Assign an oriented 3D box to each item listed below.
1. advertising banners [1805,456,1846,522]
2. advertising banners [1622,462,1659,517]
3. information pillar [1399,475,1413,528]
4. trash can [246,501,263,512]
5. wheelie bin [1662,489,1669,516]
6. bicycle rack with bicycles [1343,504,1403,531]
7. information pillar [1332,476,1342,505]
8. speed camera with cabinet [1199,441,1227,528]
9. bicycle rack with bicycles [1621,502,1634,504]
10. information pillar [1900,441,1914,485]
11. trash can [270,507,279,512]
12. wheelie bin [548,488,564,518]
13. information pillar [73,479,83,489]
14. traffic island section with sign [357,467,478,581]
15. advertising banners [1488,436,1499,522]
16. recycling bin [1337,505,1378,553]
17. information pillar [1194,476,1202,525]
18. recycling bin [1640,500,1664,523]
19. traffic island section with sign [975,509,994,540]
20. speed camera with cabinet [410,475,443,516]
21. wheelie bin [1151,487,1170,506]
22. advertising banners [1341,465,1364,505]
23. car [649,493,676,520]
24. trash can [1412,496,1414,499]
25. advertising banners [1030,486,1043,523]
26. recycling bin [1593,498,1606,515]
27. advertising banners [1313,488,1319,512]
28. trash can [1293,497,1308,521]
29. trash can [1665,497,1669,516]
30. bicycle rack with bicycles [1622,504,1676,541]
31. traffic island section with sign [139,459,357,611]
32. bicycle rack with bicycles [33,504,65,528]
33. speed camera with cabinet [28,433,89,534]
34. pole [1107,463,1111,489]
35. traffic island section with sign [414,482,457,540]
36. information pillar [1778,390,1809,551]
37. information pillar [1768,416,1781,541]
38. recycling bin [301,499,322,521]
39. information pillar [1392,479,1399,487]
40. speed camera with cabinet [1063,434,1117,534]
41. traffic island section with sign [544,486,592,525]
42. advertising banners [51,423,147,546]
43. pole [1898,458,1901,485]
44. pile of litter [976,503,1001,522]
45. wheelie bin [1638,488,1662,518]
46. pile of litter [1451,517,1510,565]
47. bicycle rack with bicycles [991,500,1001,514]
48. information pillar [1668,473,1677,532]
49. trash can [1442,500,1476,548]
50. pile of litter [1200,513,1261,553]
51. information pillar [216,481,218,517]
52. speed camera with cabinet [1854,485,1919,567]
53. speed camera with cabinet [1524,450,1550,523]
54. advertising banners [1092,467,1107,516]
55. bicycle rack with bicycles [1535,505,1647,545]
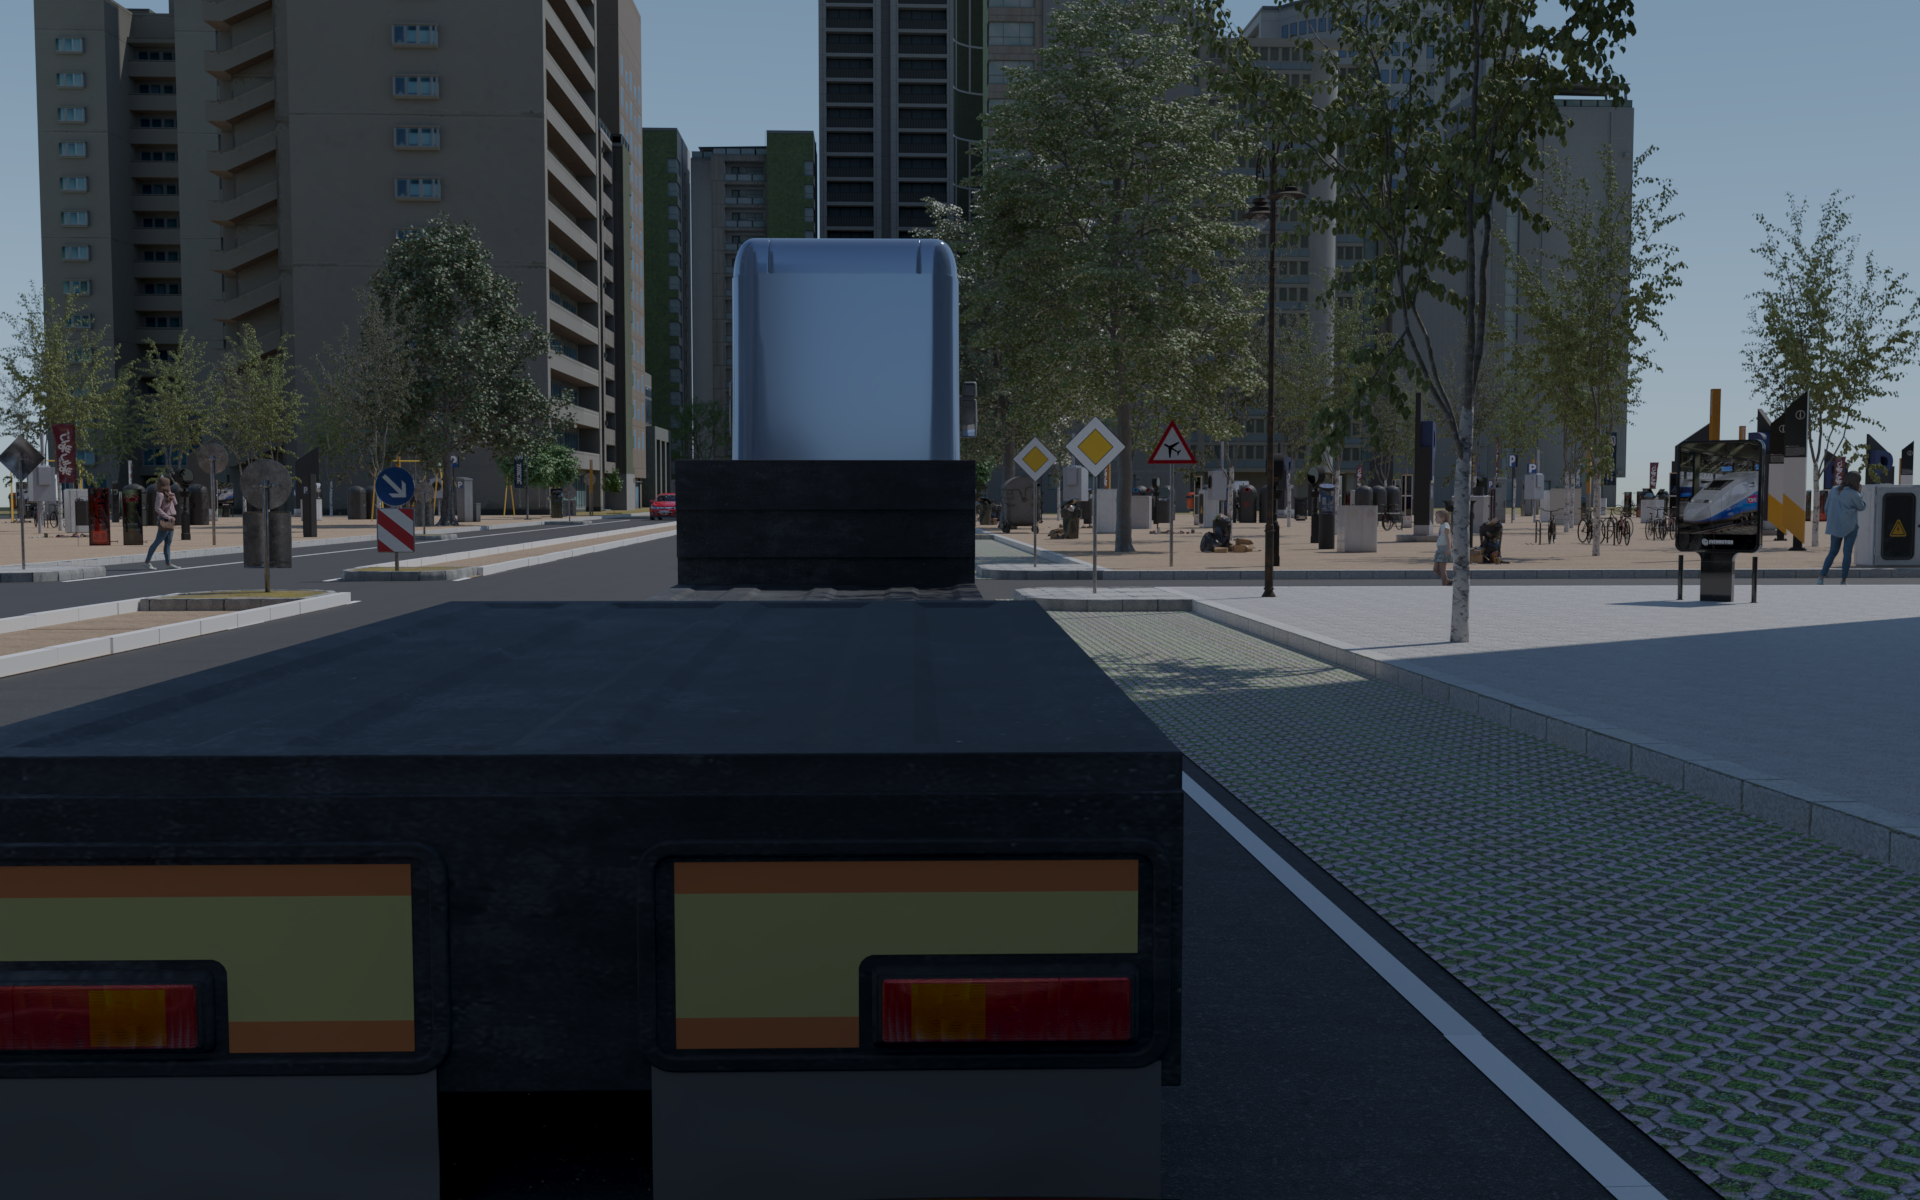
[{"bbox_3d":[40.302,-5.183,80.932,0.090,3.025,2.074,-3,5,-39],"label":"advertising banners"},{"bbox_3d":[37.538,-6.077,95.542,0.090,3.025,2.074,-3,5,-40],"label":"advertising banners"},{"bbox_3d":[16.894,-3.730,65.483,0.304,2.012,0.304,-1,4,-15],"label":"information pillar"},{"bbox_3d":[-32.045,-4.092,78.552,0.748,1.137,0.748,0,3,0],"label":"trash can"},{"bbox_3d":[41.924,-5.840,103.398,0.980,1.594,0.693,-3,5,-43],"label":"wheelie bin"},{"bbox_3d":[14.571,-2.929,61.272,2.925,0.926,2.852,-2,4,-30],"label":"bicycle rack with bicycles"},{"bbox_3d":[15.344,-4.040,70.545,0.304,2.012,0.304,2,4,31],"label":"information pillar"},{"bbox_3d":[9.593,-4.373,65.833,0.660,3.252,2.038,0,4,-6],"label":"speed camera with cabinet"},{"bbox_3d":[41.687,-5.692,106.449,2.925,0.926,2.852,2,4,28],"label":"bicycle rack with bicycles"},{"bbox_3d":[41.286,-5.147,75.501,0.504,3.616,0.183,1,4,18],"label":"information pillar"},{"bbox_3d":[-31.697,-4.171,79.844,0.748,1.137,0.748,0,3,0],"label":"trash can"},{"bbox_3d":[-21.466,-5.162,92.308,0.980,1.594,0.693,-1,4,-15],"label":"wheelie bin"},{"bbox_3d":[-42.223,-4.798,82.937,0.304,2.012,0.304,0,4,7],"label":"information pillar"},{"bbox_3d":[-9.418,-1.303,29.433,2.006,1.907,1.989,0,4,-3],"label":"traffic island section with sign"},{"bbox_3d":[16.510,-3.510,53.573,0.090,3.025,2.074,1,4,11],"label":"advertising banners"},{"bbox_3d":[8.773,-1.573,38.267,0.722,1.027,0.722,0,4,-3],"label":"recycling bin"},{"bbox_3d":[9.752,-4.064,70.933,0.304,2.012,0.304,1,4,14],"label":"information pillar"},{"bbox_3d":[30.463,-3.894,76.218,0.722,1.027,0.722,-3,4,-39],"label":"recycling bin"},{"bbox_3d":[0.033,-2.831,54.907,1.989,1.847,2.006,0,4,-3],"label":"traffic island section with sign"},{"bbox_3d":[-30.954,-6.462,99.993,2.038,3.252,0.660,-1,4,-20],"label":"speed camera with cabinet"},{"bbox_3d":[9.426,-4.490,81.327,0.980,1.594,0.693,-1,4,-10],"label":"wheelie bin"},{"bbox_3d":[23.704,-6.694,105.636,0.090,3.025,2.074,-3,5,-44],"label":"advertising banners"},{"bbox_3d":[-16.089,-5.325,96.097,2.155,1.783,4.494,0,4,-1],"label":"car"},{"bbox_3d":[27.529,-5.695,104.763,0.748,1.137,0.748,0,3,0],"label":"trash can"},{"bbox_3d":[3.333,-4.908,76.434,0.090,3.025,2.074,-1,4,-14],"label":"advertising banners"},{"bbox_3d":[38.651,-5.631,104.627,0.722,1.027,0.722,1,4,22],"label":"recycling bin"},{"bbox_3d":[21.868,-6.659,105.062,0.090,3.025,2.074,2,4,25],"label":"advertising banners"},{"bbox_3d":[16.322,-4.361,82.960,0.748,1.137,0.748,0,3,0],"label":"trash can"},{"bbox_3d":[41.397,-5.454,100.820,0.748,1.137,0.748,0,3,0],"label":"trash can"},{"bbox_3d":[19.388,-2.192,49.229,2.852,0.926,2.925,3,5,44],"label":"bicycle rack with bicycles"},{"bbox_3d":[-9.034,-0.850,22.036,2.006,1.907,1.989,0,4,-3],"label":"traffic island section with sign"},{"bbox_3d":[-33.941,-3.213,65.922,2.852,0.926,2.925,-2,4,-30],"label":"bicycle rack with bicycles"},{"bbox_3d":[-29.298,-3.812,56.667,2.038,3.252,0.660,-3,5,-43],"label":"speed camera with cabinet"},{"bbox_3d":[7.528,-5.746,87.786,0.158,3.312,0.155,0,3,0],"label":"pole"},{"bbox_3d":[-16.936,-2.803,54.460,1.989,1.847,2.006,0,4,-3],"label":"traffic island section with sign"},{"bbox_3d":[18.919,-2.926,39.197,0.504,3.616,0.183,3,5,44],"label":"information pillar"},{"bbox_3d":[22.459,-3.434,47.494,0.504,3.616,0.183,2,4,26],"label":"information pillar"},{"bbox_3d":[-30.984,-4.293,82.738,0.722,1.027,0.722,1,4,9],"label":"recycling bin"},{"bbox_3d":[21.933,-5.052,87.099,0.304,2.012,0.304,-1,4,-13],"label":"information pillar"},{"bbox_3d":[4.397,-3.800,56.464,2.038,3.252,0.660,2,4,29],"label":"speed camera with cabinet"},{"bbox_3d":[-18.372,-4.449,81.377,1.989,1.847,2.006,0,4,-3],"label":"traffic island section with sign"},{"bbox_3d":[-21.392,-2.867,43.058,2.074,3.025,0.090,-1,4,-19],"label":"advertising banners"},{"bbox_3d":[53.235,-6.376,98.092,0.158,3.312,0.155,0,3,0],"label":"pole"},{"bbox_3d":[1.289,-4.075,80.592,1.719,0.858,1.176,-3,5,-45],"label":"pile of litter"},{"bbox_3d":[36.874,-5.203,92.979,0.693,1.594,0.980,-1,4,-22],"label":"wheelie bin"},{"bbox_3d":[9.645,-1.119,32.253,1.176,0.858,1.719,1,4,20],"label":"pile of litter"},{"bbox_3d":[2.377,-5.502,103.342,2.925,0.926,2.852,-2,4,-33],"label":"bicycle rack with bicycles"},{"bbox_3d":[24.465,-3.355,59.339,0.304,2.012,0.304,2,4,33],"label":"information pillar"},{"bbox_3d":[11.128,-1.649,38.616,0.748,1.137,0.748,0,3,0],"label":"trash can"},{"bbox_3d":[6.017,-1.491,38.343,1.719,0.858,1.176,-2,4,-28],"label":"pile of litter"},{"bbox_3d":[-40.428,-5.462,93.798,0.304,2.012,0.304,0,4,8],"label":"information pillar"},{"bbox_3d":[16.961,-2.220,30.634,2.038,3.252,0.660,0,4,-8],"label":"speed camera with cabinet"},{"bbox_3d":[26.404,-5.134,78.271,2.038,3.252,0.660,-2,4,-32],"label":"speed camera with cabinet"},{"bbox_3d":[8.151,-6.469,101.952,0.090,3.025,2.074,3,5,41],"label":"advertising banners"},{"bbox_3d":[15.911,-1.902,44.483,2.852,0.926,2.925,1,4,16],"label":"bicycle rack with bicycles"}]
